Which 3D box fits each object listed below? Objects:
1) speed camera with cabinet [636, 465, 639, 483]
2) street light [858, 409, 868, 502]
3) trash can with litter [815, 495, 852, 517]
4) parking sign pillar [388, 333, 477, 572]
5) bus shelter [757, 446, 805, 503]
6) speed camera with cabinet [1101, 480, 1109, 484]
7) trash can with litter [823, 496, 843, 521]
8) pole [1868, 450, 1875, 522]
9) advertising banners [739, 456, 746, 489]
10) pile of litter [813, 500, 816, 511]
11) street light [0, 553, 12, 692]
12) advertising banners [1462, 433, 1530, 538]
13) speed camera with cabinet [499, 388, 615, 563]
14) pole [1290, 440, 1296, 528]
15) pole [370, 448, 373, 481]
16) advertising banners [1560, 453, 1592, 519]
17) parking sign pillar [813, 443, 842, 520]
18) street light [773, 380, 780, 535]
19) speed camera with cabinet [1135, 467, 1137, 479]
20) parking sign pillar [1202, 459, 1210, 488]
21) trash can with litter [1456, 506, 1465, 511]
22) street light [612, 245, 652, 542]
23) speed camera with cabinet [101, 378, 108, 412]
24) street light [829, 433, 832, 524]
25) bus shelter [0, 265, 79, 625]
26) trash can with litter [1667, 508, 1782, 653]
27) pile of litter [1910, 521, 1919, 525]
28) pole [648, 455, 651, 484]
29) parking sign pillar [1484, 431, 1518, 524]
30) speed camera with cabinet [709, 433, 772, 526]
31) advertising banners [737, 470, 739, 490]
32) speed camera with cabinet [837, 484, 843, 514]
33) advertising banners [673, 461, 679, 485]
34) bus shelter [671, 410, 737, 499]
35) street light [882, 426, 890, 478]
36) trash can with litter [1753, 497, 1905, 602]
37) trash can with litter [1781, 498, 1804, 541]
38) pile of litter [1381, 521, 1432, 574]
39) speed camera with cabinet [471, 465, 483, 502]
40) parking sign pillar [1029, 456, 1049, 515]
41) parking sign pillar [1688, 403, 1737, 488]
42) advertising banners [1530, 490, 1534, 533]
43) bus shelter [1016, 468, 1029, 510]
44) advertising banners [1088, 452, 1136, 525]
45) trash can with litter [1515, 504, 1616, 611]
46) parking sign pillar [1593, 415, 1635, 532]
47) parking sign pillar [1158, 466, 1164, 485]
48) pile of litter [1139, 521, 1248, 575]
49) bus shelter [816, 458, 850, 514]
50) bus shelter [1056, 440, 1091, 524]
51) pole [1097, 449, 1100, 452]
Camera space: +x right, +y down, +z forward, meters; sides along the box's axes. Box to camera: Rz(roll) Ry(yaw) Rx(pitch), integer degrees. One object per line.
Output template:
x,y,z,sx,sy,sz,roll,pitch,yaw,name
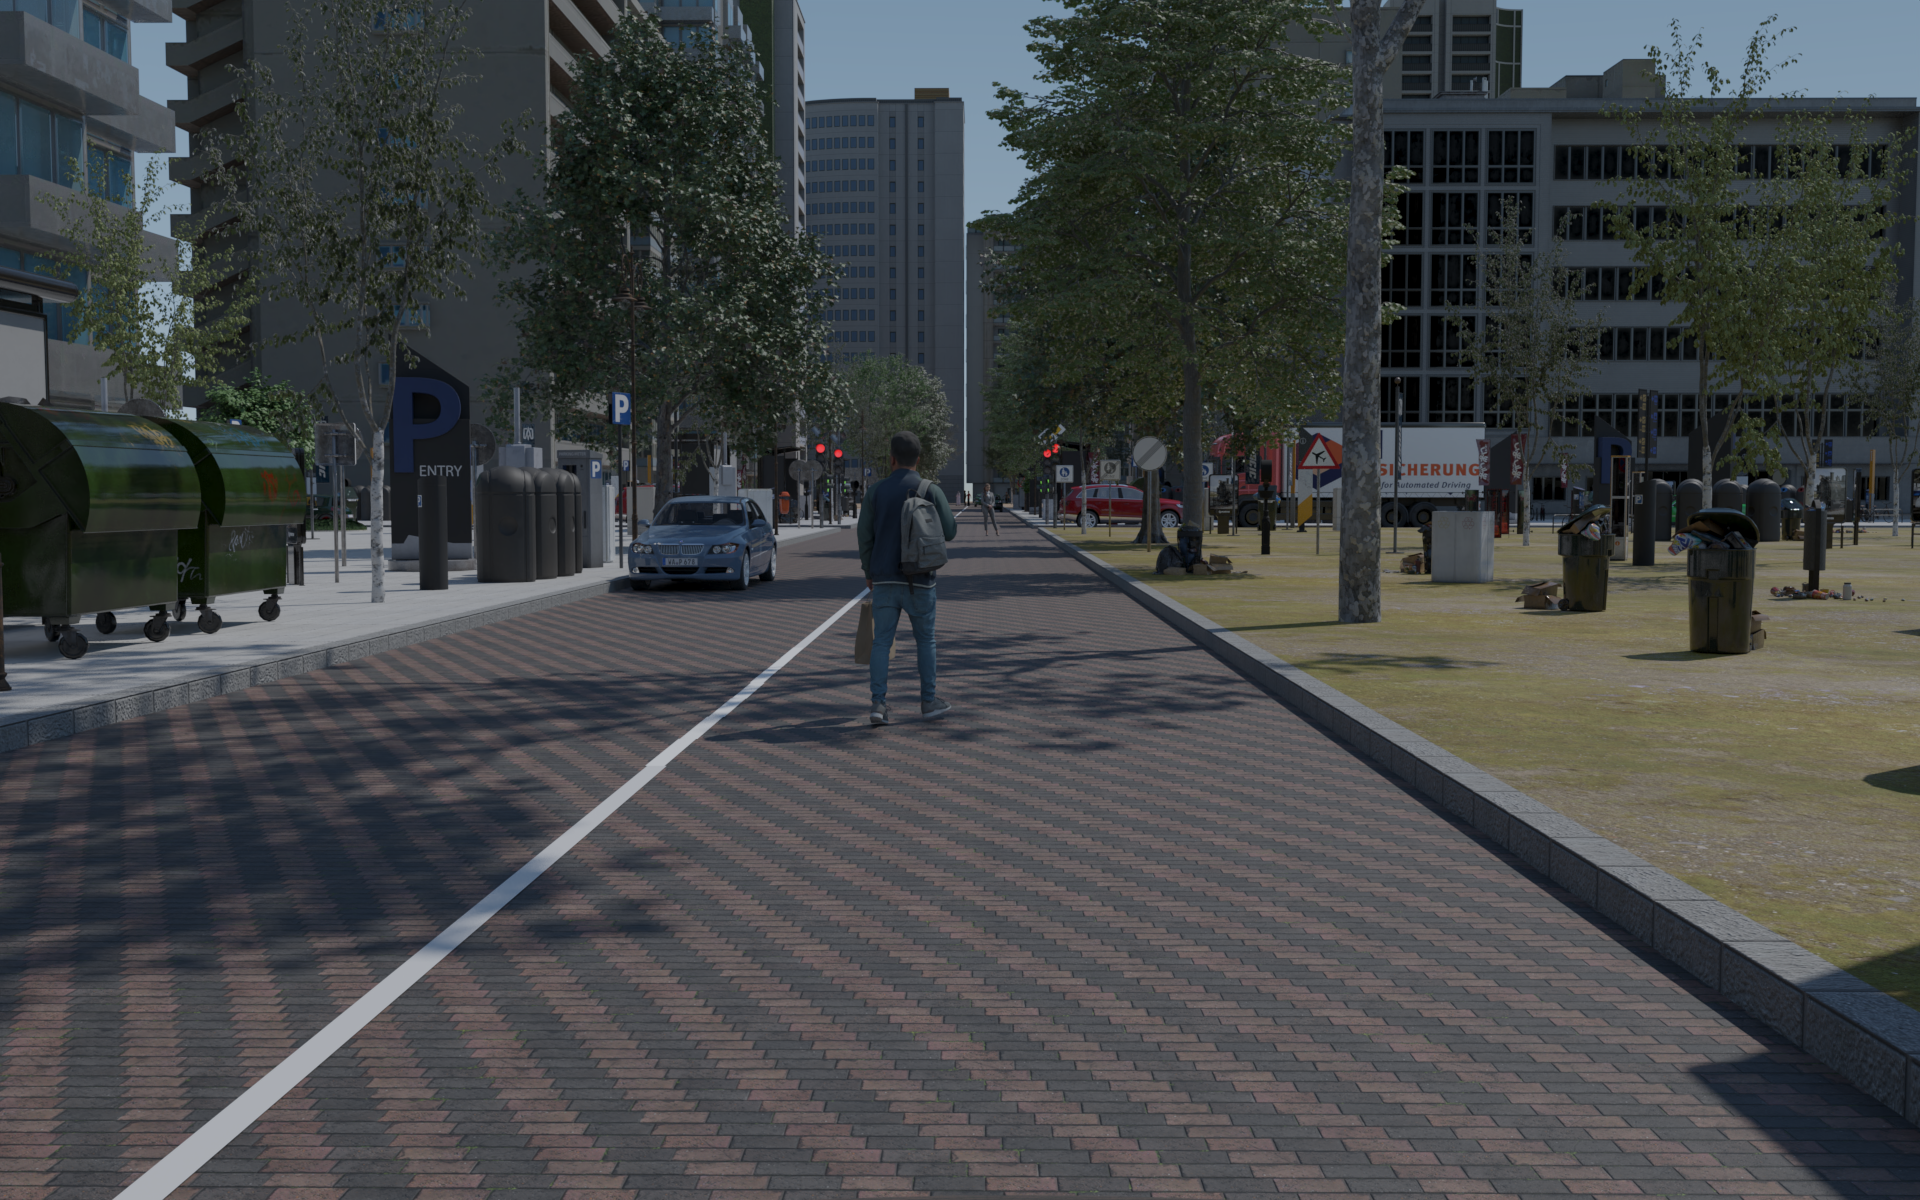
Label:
-21.965,-7.551,117.794,0.660,3.252,2.038,1,4,9,speed camera with cabinet
-5.305,-7.443,94.488,0.468,5.910,1.993,0,4,1,street light
-7.788,-5.869,107.019,2.233,1.210,1.678,0,4,2,trash can with litter
-8.900,-2.486,29.122,1.447,3.967,1.447,-1,4,-14,parking sign pillar
-8.957,-5.868,87.221,1.731,3.624,6.357,0,4,1,bus shelter
9.066,-6.762,104.886,0.660,3.252,2.038,-1,4,-13,speed camera with cabinet
-6.073,-4.345,82.431,1.055,1.170,0.624,1,4,16,trash can with litter
41.907,-5.245,79.605,0.158,3.312,0.155,0,3,0,pole
-7.477,-4.005,61.672,0.090,3.025,2.074,-1,4,-21,advertising banners
-11.053,-7.131,130.551,1.719,0.858,1.176,3,4,39,pile of litter
-6.285,-2.344,11.114,0.468,5.910,1.993,0,4,1,street light
15.591,-3.326,50.574,0.090,3.025,2.074,-3,5,-41,advertising banners
-7.538,-2.329,32.414,2.038,3.252,0.660,0,4,3,speed camera with cabinet
12.549,-4.368,65.255,0.158,3.312,0.155,0,3,0,pole
-25.868,-5.049,76.395,0.158,3.312,0.155,0,3,0,pole
25.863,-4.680,72.711,0.090,3.025,2.074,-1,4,-21,advertising banners
-6.715,-6.067,87.668,1.447,3.967,1.447,0,4,5,parking sign pillar
-5.715,-4.950,53.722,0.468,5.910,1.993,0,4,1,street light
12.569,-7.960,124.479,0.660,3.252,2.038,2,4,28,speed camera with cabinet
14.067,-6.659,97.353,1.447,3.967,1.447,3,5,43,parking sign pillar
40.644,-7.897,140.496,0.624,1.170,1.055,2,4,29,trash can with litter
-6.110,-3.646,32.405,0.468,5.910,1.993,0,4,1,street light
-14.882,-2.116,28.935,0.660,3.252,2.038,3,5,41,speed camera with cabinet
-5.480,-6.133,73.065,0.468,5.910,1.993,0,4,1,street light
-9.782,-2.141,12.644,2.179,5.291,8.768,0,4,1,bus shelter
6.258,-0.173,14.221,0.624,1.170,1.055,3,4,37,trash can with litter
40.221,-3.566,72.262,1.719,0.858,1.176,-2,4,-29,pile of litter
-16.260,-5.923,90.687,0.158,3.312,0.155,0,3,0,pole
23.117,-5.227,73.929,1.447,3.967,1.447,2,4,30,parking sign pillar
-7.090,-3.776,56.067,2.038,3.252,0.660,-3,4,-38,speed camera with cabinet
-16.671,-7.885,125.108,2.074,3.025,0.090,-1,4,-20,advertising banners
-7.868,-7.079,110.079,0.660,3.252,2.038,-2,4,-24,speed camera with cabinet
-14.314,-5.883,92.368,2.074,3.025,0.090,1,4,14,advertising banners
-9.343,-5.110,61.180,2.179,5.291,8.768,0,4,1,bus shelter
-4.954,-8.739,115.674,0.468,5.910,1.993,0,4,1,street light
10.799,-0.654,21.744,1.678,1.210,2.233,1,4,20,trash can with litter
22.978,-2.209,47.506,0.624,1.170,1.055,0,4,-6,trash can with litter
7.675,-0.868,28.158,1.719,0.858,1.176,2,4,28,pile of litter
-13.400,-3.323,48.662,2.038,3.252,0.660,3,5,40,speed camera with cabinet
5.024,-7.326,108.244,1.447,3.967,1.447,1,4,15,parking sign pillar
22.475,-3.871,51.763,1.447,3.967,1.447,-3,5,-41,parking sign pillar
17.363,-3.614,55.274,2.074,3.025,0.090,-1,4,-14,advertising banners
5.485,-8.770,137.315,2.014,3.302,5.546,0,4,1,bus shelter
6.351,-4.633,71.939,2.074,3.025,0.090,0,4,5,advertising banners
6.662,-0.473,19.126,0.624,1.170,1.055,-3,5,-44,trash can with litter
22.401,-4.332,59.303,1.447,3.967,1.447,0,4,-7,parking sign pillar
15.418,-8.938,134.614,1.447,3.967,1.447,-1,4,-19,parking sign pillar
3.867,-0.851,27.872,1.719,0.858,1.176,-1,4,-10,pile of litter
-8.357,-7.539,114.553,1.731,3.624,6.357,0,4,1,bus shelter
4.893,-5.292,77.805,1.731,3.624,6.357,0,4,1,bus shelter
6.168,-5.137,77.832,0.158,3.312,0.155,0,3,0,pole
